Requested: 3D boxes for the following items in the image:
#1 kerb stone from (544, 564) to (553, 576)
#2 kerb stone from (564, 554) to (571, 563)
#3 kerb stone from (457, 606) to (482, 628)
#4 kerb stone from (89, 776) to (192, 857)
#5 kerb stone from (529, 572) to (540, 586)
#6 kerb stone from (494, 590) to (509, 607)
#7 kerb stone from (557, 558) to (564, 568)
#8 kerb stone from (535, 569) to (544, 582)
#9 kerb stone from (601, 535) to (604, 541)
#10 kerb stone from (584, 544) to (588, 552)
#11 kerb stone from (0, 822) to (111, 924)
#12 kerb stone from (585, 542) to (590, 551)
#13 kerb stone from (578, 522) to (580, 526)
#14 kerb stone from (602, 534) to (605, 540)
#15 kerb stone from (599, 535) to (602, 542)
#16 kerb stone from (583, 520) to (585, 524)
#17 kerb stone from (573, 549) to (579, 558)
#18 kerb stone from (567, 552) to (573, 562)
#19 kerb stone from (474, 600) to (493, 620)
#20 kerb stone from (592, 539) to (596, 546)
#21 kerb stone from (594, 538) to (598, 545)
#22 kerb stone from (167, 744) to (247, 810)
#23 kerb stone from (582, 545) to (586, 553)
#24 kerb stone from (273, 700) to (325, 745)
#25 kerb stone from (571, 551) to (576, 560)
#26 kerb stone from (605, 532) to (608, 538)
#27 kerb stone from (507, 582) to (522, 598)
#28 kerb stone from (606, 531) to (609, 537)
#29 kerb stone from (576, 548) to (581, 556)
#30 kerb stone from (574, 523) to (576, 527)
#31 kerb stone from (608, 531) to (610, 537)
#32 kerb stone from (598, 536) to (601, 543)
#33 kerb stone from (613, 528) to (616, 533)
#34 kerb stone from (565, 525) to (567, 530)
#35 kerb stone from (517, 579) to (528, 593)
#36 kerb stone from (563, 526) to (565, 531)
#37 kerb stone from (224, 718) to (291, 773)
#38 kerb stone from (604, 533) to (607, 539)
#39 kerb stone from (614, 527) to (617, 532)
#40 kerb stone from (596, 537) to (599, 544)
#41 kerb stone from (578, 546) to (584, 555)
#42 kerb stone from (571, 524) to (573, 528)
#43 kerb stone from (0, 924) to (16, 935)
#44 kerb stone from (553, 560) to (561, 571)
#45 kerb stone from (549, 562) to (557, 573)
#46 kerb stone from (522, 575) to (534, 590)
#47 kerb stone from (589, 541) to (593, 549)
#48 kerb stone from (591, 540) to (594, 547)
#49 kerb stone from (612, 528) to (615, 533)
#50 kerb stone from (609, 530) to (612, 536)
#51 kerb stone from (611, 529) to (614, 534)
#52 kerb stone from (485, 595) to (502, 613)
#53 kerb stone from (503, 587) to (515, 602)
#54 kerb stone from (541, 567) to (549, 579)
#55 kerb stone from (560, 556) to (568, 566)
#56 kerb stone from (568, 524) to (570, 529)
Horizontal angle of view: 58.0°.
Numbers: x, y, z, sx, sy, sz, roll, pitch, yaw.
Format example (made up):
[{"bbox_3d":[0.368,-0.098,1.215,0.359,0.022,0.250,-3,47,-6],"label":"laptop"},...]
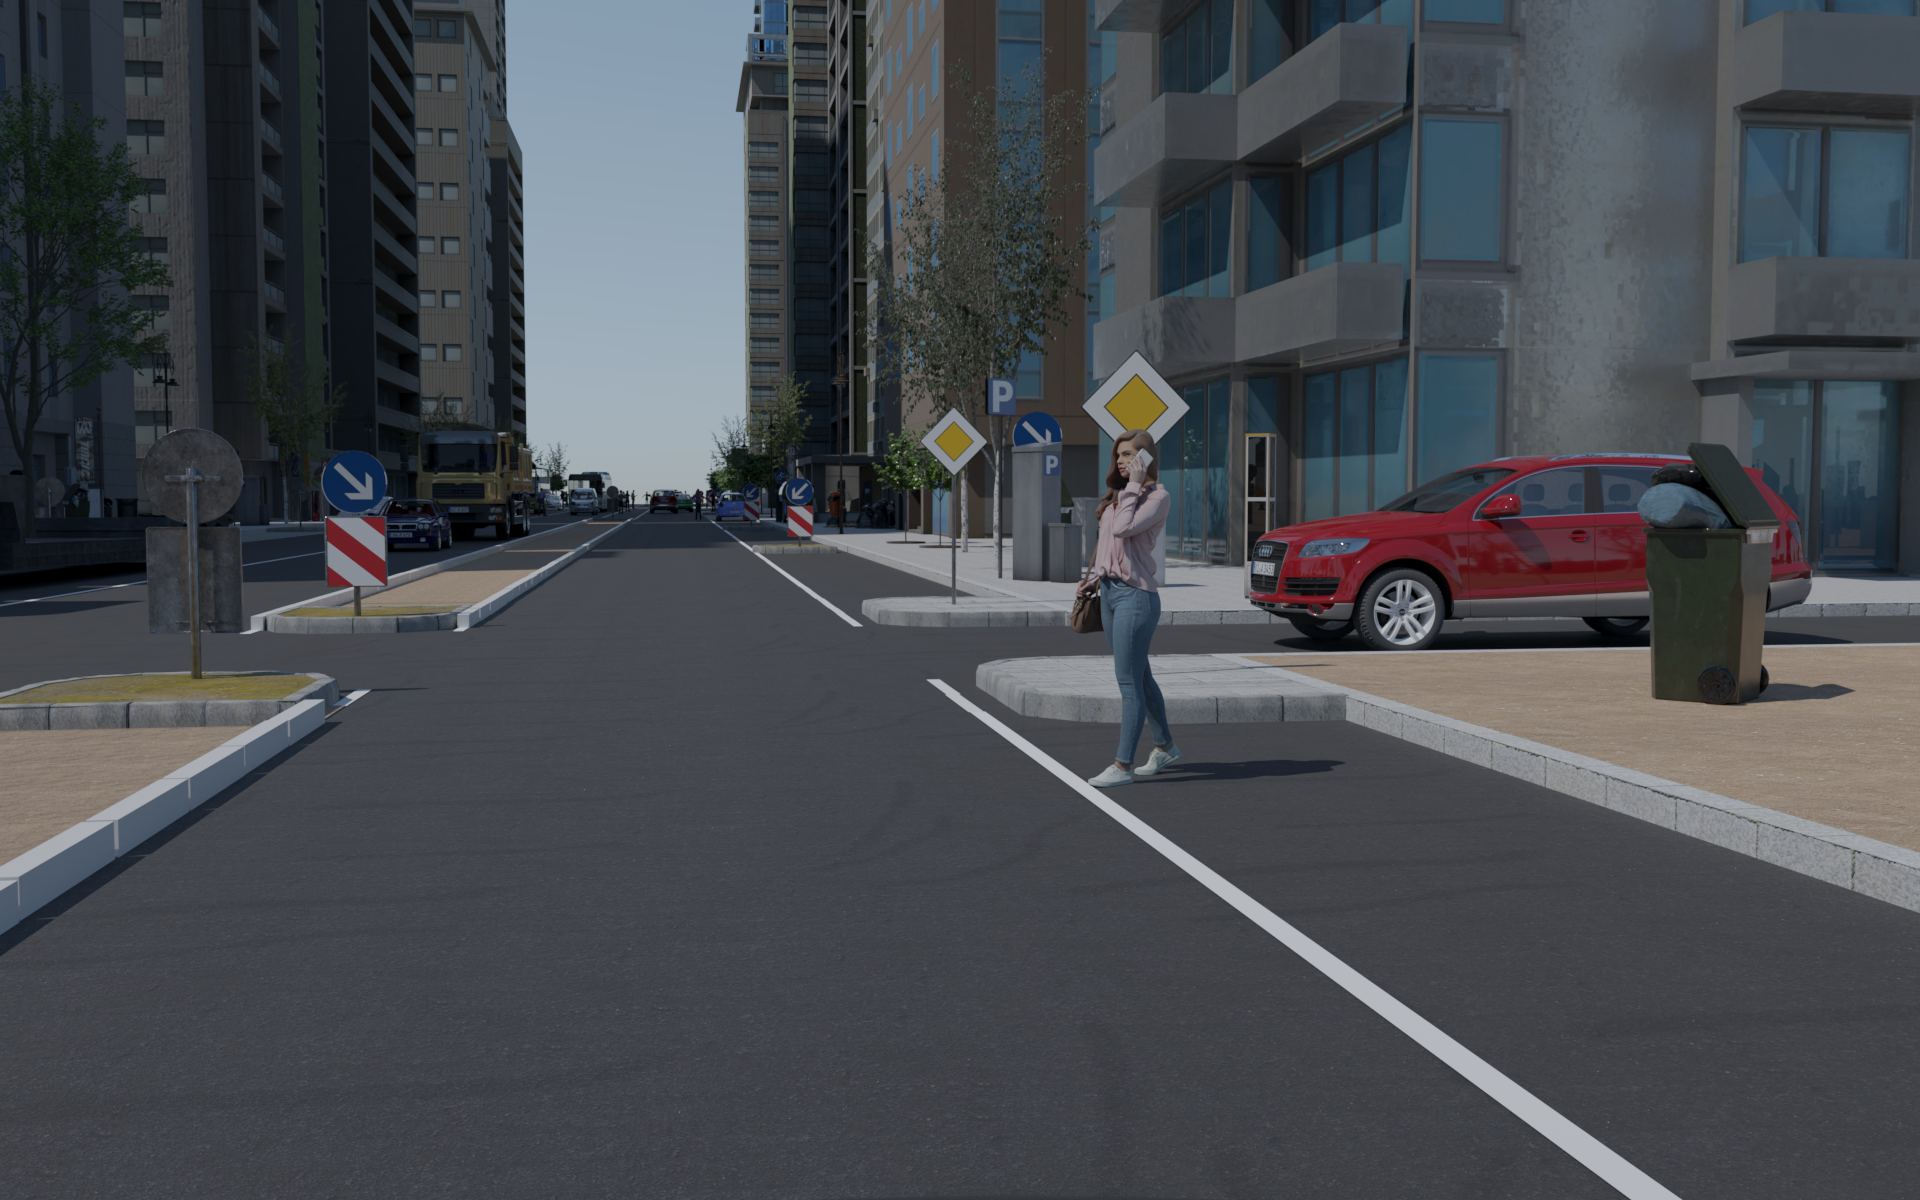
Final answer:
[{"bbox_3d":[-7.209,-0.482,30.094,0.120,0.150,1.000,-1,4,-9],"label":"kerb stone"},{"bbox_3d":[-8.044,-0.792,35.137,0.120,0.150,1.000,-1,4,-9],"label":"kerb stone"},{"bbox_3d":[-5.387,0.201,18.988,0.120,0.150,1.000,-1,4,-9],"label":"kerb stone"},{"bbox_3d":[-3.457,0.911,7.308,0.120,0.150,1.000,-1,4,-9],"label":"kerb stone"},{"bbox_3d":[-6.705,-0.295,27.067,0.120,0.150,1.000,-1,4,-9],"label":"kerb stone"},{"bbox_3d":[-5.876,0.011,22.019,0.120,0.150,1.000,-1,4,-9],"label":"kerb stone"},{"bbox_3d":[-7.717,-0.668,33.117,0.120,0.150,1.000,-1,4,-9],"label":"kerb stone"},{"bbox_3d":[-6.884,-0.359,28.073,0.120,0.150,1.000,-1,4,-9],"label":"kerb stone"},{"bbox_3d":[-10.715,-1.782,51.331,0.120,0.150,1.000,-1,4,-9],"label":"kerb stone"},{"bbox_3d":[-9.210,-1.222,42.215,0.120,0.150,1.000,-1,4,-9],"label":"kerb stone"},{"bbox_3d":[-3.295,0.973,6.292,0.120,0.150,1.000,-1,4,-9],"label":"kerb stone"},{"bbox_3d":[-9.379,-1.286,43.223,0.120,0.150,1.000,-1,4,-9],"label":"kerb stone"},{"bbox_3d":[-16.948,-3.307,76.263,0.120,0.150,1.000,-1,4,-9],"label":"kerb stone"},{"bbox_3d":[-10.876,-1.844,52.341,0.120,0.150,1.000,-1,4,-9],"label":"kerb stone"},{"bbox_3d":[-10.547,-1.714,50.316,0.120,0.150,1.000,-1,4,-9],"label":"kerb stone"},{"bbox_3d":[-17.613,-3.554,80.307,0.120,0.150,1.000,-1,4,-9],"label":"kerb stone"},{"bbox_3d":[-8.546,-0.977,38.169,0.120,0.150,1.000,-1,4,-9],"label":"kerb stone"},{"bbox_3d":[-8.214,-0.853,36.145,0.120,0.150,1.000,-1,4,-9],"label":"kerb stone"},{"bbox_3d":[-5.544,0.134,20.002,0.120,0.150,1.000,-1,4,-9],"label":"kerb stone"},{"bbox_3d":[-9.880,-1.471,46.270,0.120,0.150,1.000,-1,4,-9],"label":"kerb stone"},{"bbox_3d":[-10.044,-1.534,47.280,0.120,0.150,1.000,-1,4,-9],"label":"kerb stone"},{"bbox_3d":[-3.622,0.849,8.317,0.120,0.150,1.000,-1,4,-9],"label":"kerb stone"},{"bbox_3d":[-9.046,-1.160,41.206,0.120,0.150,1.000,-1,4,-9],"label":"kerb stone"},{"bbox_3d":[-3.954,0.728,10.341,0.120,0.150,1.000,-1,4,-9],"label":"kerb stone"},{"bbox_3d":[-8.375,-0.915,37.156,0.120,0.150,1.000,-1,4,-9],"label":"kerb stone"},{"bbox_3d":[-11.221,-1.967,54.355,0.120,0.150,1.000,-1,4,-9],"label":"kerb stone"},{"bbox_3d":[-6.220,-0.112,24.038,0.120,0.150,1.000,-1,4,-9],"label":"kerb stone"},{"bbox_3d":[-11.372,-2.027,55.367,0.120,0.150,1.000,-1,4,-9],"label":"kerb stone"},{"bbox_3d":[-8.711,-1.039,39.186,0.120,0.150,1.000,-1,4,-9],"label":"kerb stone"},{"bbox_3d":[-16.451,-3.120,73.238,0.120,0.150,1.000,-1,4,-9],"label":"kerb stone"},{"bbox_3d":[-11.541,-2.090,56.374,0.120,0.150,1.000,-1,4,-9],"label":"kerb stone"},{"bbox_3d":[-10.375,-1.657,49.308,0.120,0.150,1.000,-1,4,-9],"label":"kerb stone"},{"bbox_3d":[-12.379,-2.401,61.446,0.120,0.150,1.000,-1,4,-9],"label":"kerb stone"},{"bbox_3d":[-15.449,-2.750,67.177,0.120,0.150,1.000,-1,4,-9],"label":"kerb stone"},{"bbox_3d":[-6.385,-0.174,25.046,0.120,0.150,1.000,-1,4,-9],"label":"kerb stone"},{"bbox_3d":[-15.285,-2.689,66.169,0.120,0.150,1.000,-1,4,-9],"label":"kerb stone"},{"bbox_3d":[-3.792,0.787,9.329,0.120,0.150,1.000,-1,4,-9],"label":"kerb stone"},{"bbox_3d":[-11.044,-1.901,53.349,0.120,0.150,1.000,-1,4,-9],"label":"kerb stone"},{"bbox_3d":[-12.545,-2.462,62.455,0.120,0.150,1.000,-1,4,-9],"label":"kerb stone"},{"bbox_3d":[-10.211,-1.595,48.288,0.120,0.150,1.000,-1,4,-9],"label":"kerb stone"},{"bbox_3d":[-8.878,-1.101,40.198,0.120,0.150,1.000,-1,4,-9],"label":"kerb stone"},{"bbox_3d":[-16.119,-2.998,71.210,0.120,0.150,1.000,-1,4,-9],"label":"kerb stone"},{"bbox_3d":[-3.124,1.041,5.284,0.120,0.150,1.000,-1,4,-9],"label":"kerb stone"},{"bbox_3d":[-7.547,-0.606,32.110,0.120,0.150,1.000,-1,4,-9],"label":"kerb stone"},{"bbox_3d":[-7.380,-0.538,31.102,0.120,0.150,1.000,-1,4,-9],"label":"kerb stone"},{"bbox_3d":[-6.545,-0.236,26.056,0.120,0.150,1.000,-1,4,-9],"label":"kerb stone"},{"bbox_3d":[-9.537,-1.348,44.239,0.120,0.150,1.000,-1,4,-9],"label":"kerb stone"},{"bbox_3d":[-9.714,-1.410,45.253,0.120,0.150,1.000,-1,4,-9],"label":"kerb stone"},{"bbox_3d":[-12.215,-2.338,60.434,0.120,0.150,1.000,-1,4,-9],"label":"kerb stone"},{"bbox_3d":[-11.709,-2.153,57.391,0.120,0.150,1.000,-1,4,-9],"label":"kerb stone"},{"bbox_3d":[-12.046,-2.276,59.425,0.120,0.150,1.000,-1,4,-9],"label":"kerb stone"},{"bbox_3d":[-5.704,0.072,21.012,0.120,0.150,1.000,-1,4,-9],"label":"kerb stone"},{"bbox_3d":[-6.053,-0.044,23.030,0.120,0.150,1.000,-1,4,-9],"label":"kerb stone"},{"bbox_3d":[-7.045,-0.419,29.083,0.120,0.150,1.000,-1,4,-9],"label":"kerb stone"},{"bbox_3d":[-7.877,-0.730,34.127,0.120,0.150,1.000,-1,4,-9],"label":"kerb stone"},{"bbox_3d":[-15.784,-2.875,69.194,0.120,0.150,1.000,-1,4,-9],"label":"kerb stone"}]
